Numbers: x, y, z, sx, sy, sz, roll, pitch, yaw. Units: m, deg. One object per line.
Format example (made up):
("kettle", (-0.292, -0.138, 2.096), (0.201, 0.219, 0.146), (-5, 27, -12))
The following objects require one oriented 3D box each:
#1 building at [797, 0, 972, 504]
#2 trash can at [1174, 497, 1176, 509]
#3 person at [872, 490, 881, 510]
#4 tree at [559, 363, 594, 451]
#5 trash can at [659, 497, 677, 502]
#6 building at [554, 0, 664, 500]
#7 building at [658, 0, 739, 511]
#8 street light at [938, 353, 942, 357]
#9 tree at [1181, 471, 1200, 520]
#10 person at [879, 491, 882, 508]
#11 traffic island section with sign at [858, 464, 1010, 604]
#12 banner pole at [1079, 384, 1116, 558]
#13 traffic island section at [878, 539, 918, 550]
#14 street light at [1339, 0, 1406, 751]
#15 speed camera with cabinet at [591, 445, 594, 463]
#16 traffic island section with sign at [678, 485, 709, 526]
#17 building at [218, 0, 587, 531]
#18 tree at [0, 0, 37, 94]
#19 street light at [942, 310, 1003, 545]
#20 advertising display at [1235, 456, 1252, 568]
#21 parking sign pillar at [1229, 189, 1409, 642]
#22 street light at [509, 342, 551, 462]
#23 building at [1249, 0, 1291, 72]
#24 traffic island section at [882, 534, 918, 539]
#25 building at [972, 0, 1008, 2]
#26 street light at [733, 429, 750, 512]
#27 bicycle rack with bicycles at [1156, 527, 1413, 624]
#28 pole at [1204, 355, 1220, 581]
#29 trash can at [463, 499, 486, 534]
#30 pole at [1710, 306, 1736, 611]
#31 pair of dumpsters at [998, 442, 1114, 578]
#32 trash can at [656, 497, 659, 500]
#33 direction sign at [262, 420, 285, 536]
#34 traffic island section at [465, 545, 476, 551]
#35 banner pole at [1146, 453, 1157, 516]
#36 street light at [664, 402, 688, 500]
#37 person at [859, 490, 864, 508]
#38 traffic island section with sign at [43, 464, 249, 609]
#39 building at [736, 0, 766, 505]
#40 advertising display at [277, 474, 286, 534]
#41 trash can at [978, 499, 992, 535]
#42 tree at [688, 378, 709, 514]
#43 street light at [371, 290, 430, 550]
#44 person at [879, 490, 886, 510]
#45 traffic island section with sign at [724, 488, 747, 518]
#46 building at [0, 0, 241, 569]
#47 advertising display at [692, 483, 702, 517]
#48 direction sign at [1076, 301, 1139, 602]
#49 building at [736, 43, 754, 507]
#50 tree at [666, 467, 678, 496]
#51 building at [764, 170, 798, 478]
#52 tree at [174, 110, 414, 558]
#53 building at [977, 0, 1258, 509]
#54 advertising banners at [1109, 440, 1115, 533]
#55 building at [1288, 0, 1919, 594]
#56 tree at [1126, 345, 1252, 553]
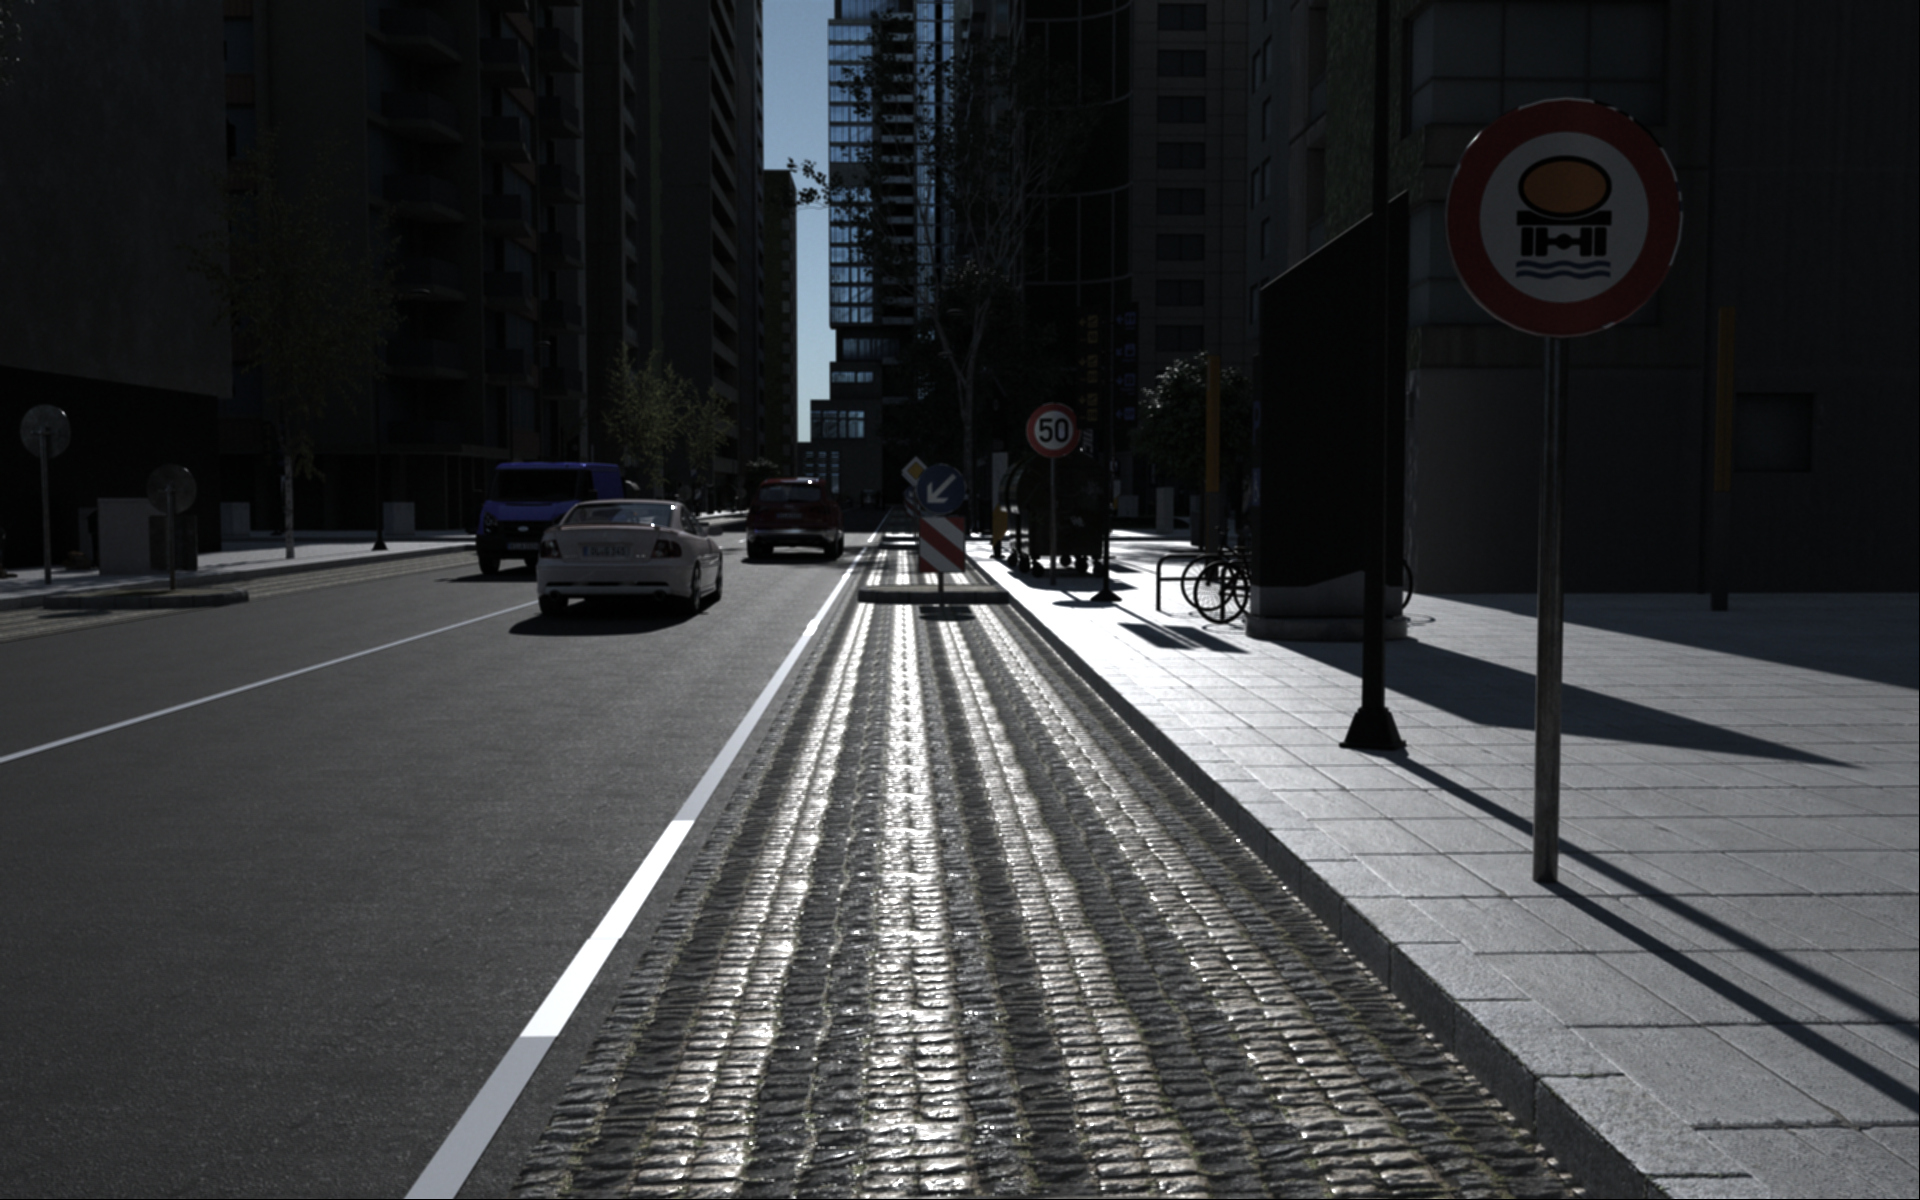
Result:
("building", (-5.045, -55.733, 223.913), (31.000, 86.520, 22.319), (0, 4, -2))
("trash can", (12.408, -5.528, 102.034), (0.748, 1.137, 0.748), (0, 3, 0))
("person", (-7.298, -8.915, 154.390), (1.348, 1.807, 0.705), (-2, 4, -29))
("tree", (-22.123, -8.713, 92.820), (4.737, 8.622, 4.395), (0, 3, 0))
("trash can", (-15.166, -4.838, 90.752), (0.748, 1.137, 0.748), (0, 3, 0))
("building", (-25.640, -25.626, 102.583), (14.154, 41.232, 14.086), (0, 4, -2))
("building", (-29.366, -31.432, 137.613), (21.300, 48.544, 21.600), (0, 4, -2))
("street light", (-0.033, -5.176, 57.171), (1.470, 5.913, 1.316), (0, 4, -2))
("tree", (11.546, -5.491, 84.387), (1.663, 3.219, 1.824), (0, 3, 0))
("person", (-8.100, -10.102, 174.340), (0.551, 1.740, 0.621), (-1, 4, -21))
("traffic island section with sign", (-0.379, -0.907, 23.454), (1.989, 1.847, 2.006), (0, 4, -2))
("banner pole", (2.706, -2.728, 34.612), (0.863, 3.779, 0.401), (-1, 4, -13))
("traffic island section", (-1.124, -1.413, 45.376), (2.009, 0.180, 2.903), (0, 4, -2))
("street light", (1.563, -2.208, 8.640), (1.470, 5.913, 1.316), (0, 4, -2))
("speed camera with cabinet", (-14.414, -4.564, 68.955), (0.660, 3.252, 2.038), (-1, 4, -14))
("traffic island section with sign", (-12.299, -4.219, 77.609), (1.989, 1.847, 2.006), (0, 4, -2))
("building", (-28.280, -25.545, 72.282), (22.147, 44.769, 28.867), (0, 4, -2))
("tree", (-13.491, -6.348, 14.165), (12.009, 13.543, 11.850), (0, 3, 0))
("street light", (0.365, -4.359, 43.819), (1.470, 5.913, 1.316), (0, 4, -2))
("advertising display", (4.937, -1.521, 30.088), (0.123, 1.923, 0.974), (1, 4, 21))
("parking sign pillar", (3.306, -1.657, 15.564), (1.447, 3.967, 1.447), (0, 4, -2))
("street light", (-13.192, -4.922, 53.009), (1.470, 5.913, 1.316), (0, 4, -2))
("building", (27.207, -29.387, 69.721), (27.495, 52.752, 28.713), (0, 4, -2))
("traffic island section", (-1.396, -1.901, 53.356), (2.009, 0.180, 2.903), (0, 4, -2))
("building", (11.846, -32.774, 155.463), (23.786, 49.044, 30.456), (0, 4, -2))
("street light", (-15.604, -9.221, 123.309), (1.470, 5.913, 1.316), (0, 4, -2))
("bicycle rack with bicycles", (3.448, -0.304, 18.354), (2.925, 0.926, 2.852), (-1, 4, -14))
("pole", (3.731, -1.942, 25.593), (0.158, 3.312, 0.155), (0, 3, 0))
("trash can", (-15.468, -2.665, 55.231), (0.748, 1.137, 0.748), (0, 3, 0))
("pole", (8.355, -1.537, 18.967), (0.158, 3.312, 0.155), (0, 3, 0))
("pair of dumpsters", (1.534, -1.589, 28.467), (1.574, 2.255, 4.437), (0, 4, -2))
("trash can", (-17.478, -5.486, 101.349), (0.748, 1.137, 0.748), (0, 3, 0))
("direction sign", (-21.118, -3.755, 53.387), (0.876, 3.537, 0.379), (1, 4, 23))
("traffic island section", (-11.510, -1.391, 45.029), (2.009, 0.180, 2.903), (0, 4, -2))
("banner pole", (9.330, -5.795, 84.761), (0.863, 3.779, 0.401), (3, 5, 42))
("street light", (-14.453, -7.055, 87.886), (1.470, 5.913, 1.316), (0, 4, -2))
("person", (-10.209, -10.476, 179.877), (0.705, 1.812, 1.348), (1, 4, 10))
("traffic island section with sign", (-10.412, -0.845, 22.438), (1.989, 1.847, 2.006), (0, 4, -2))
("building", (-35.785, -39.578, 189.094), (28.212, 58.520, 21.231), (0, 4, -2))
("advertising display", (-22.175, -3.149, 56.701), (0.123, 1.923, 0.974), (-1, 4, -10))
("trash can", (0.901, -2.647, 54.932), (0.748, 1.137, 0.748), (0, 3, 0))
("tree", (-16.274, -8.758, 93.557), (4.360, 8.622, 3.978), (0, 3, 0))
("street light", (-12.749, -4.096, 39.516), (1.470, 5.913, 1.316), (0, 4, -2))
("person", (-6.725, -8.740, 151.357), (0.705, 1.831, 1.348), (2, 4, 24))
("traffic island section with sign", (-13.229, -5.893, 104.982), (1.989, 1.847, 2.006), (0, 4, -2))
("building", (-24.705, -10.111, 32.771), (16.811, 18.784, 16.820), (0, 4, -2))
("advertising display", (-14.846, -5.660, 97.756), (0.123, 1.923, 0.974), (1, 4, 17))
("direction sign", (1.757, -1.757, 20.731), (0.876, 3.537, 0.379), (3, 5, 40))
("building", (-28.029, -31.849, 170.845), (14.600, 45.320, 14.200), (0, 4, -2))
("tree", (-20.460, -7.749, 121.296), (1.663, 3.219, 1.824), (0, 3, 0))
("building", (-28.031, -32.855, 220.780), (14.086, 41.232, 14.154), (0, 4, -2))
("tree", (-13.147, -5.140, 34.397), (4.737, 8.622, 4.395), (0, 3, 0))
("building", (11.739, -41.245, 112.611), (20.563, 71.187, 20.611), (0, 4, -2))
("advertising banners", (4.968, -3.723, 57.057), (0.090, 3.025, 2.074), (0, 4, -1))
("building", (12.646, -21.068, 28.051), (14.154, 41.232, 14.086), (0, 4, -2))
("tree", (5.386, -3.330, 38.163), (4.285, 4.588, 4.351), (0, 3, 0))
